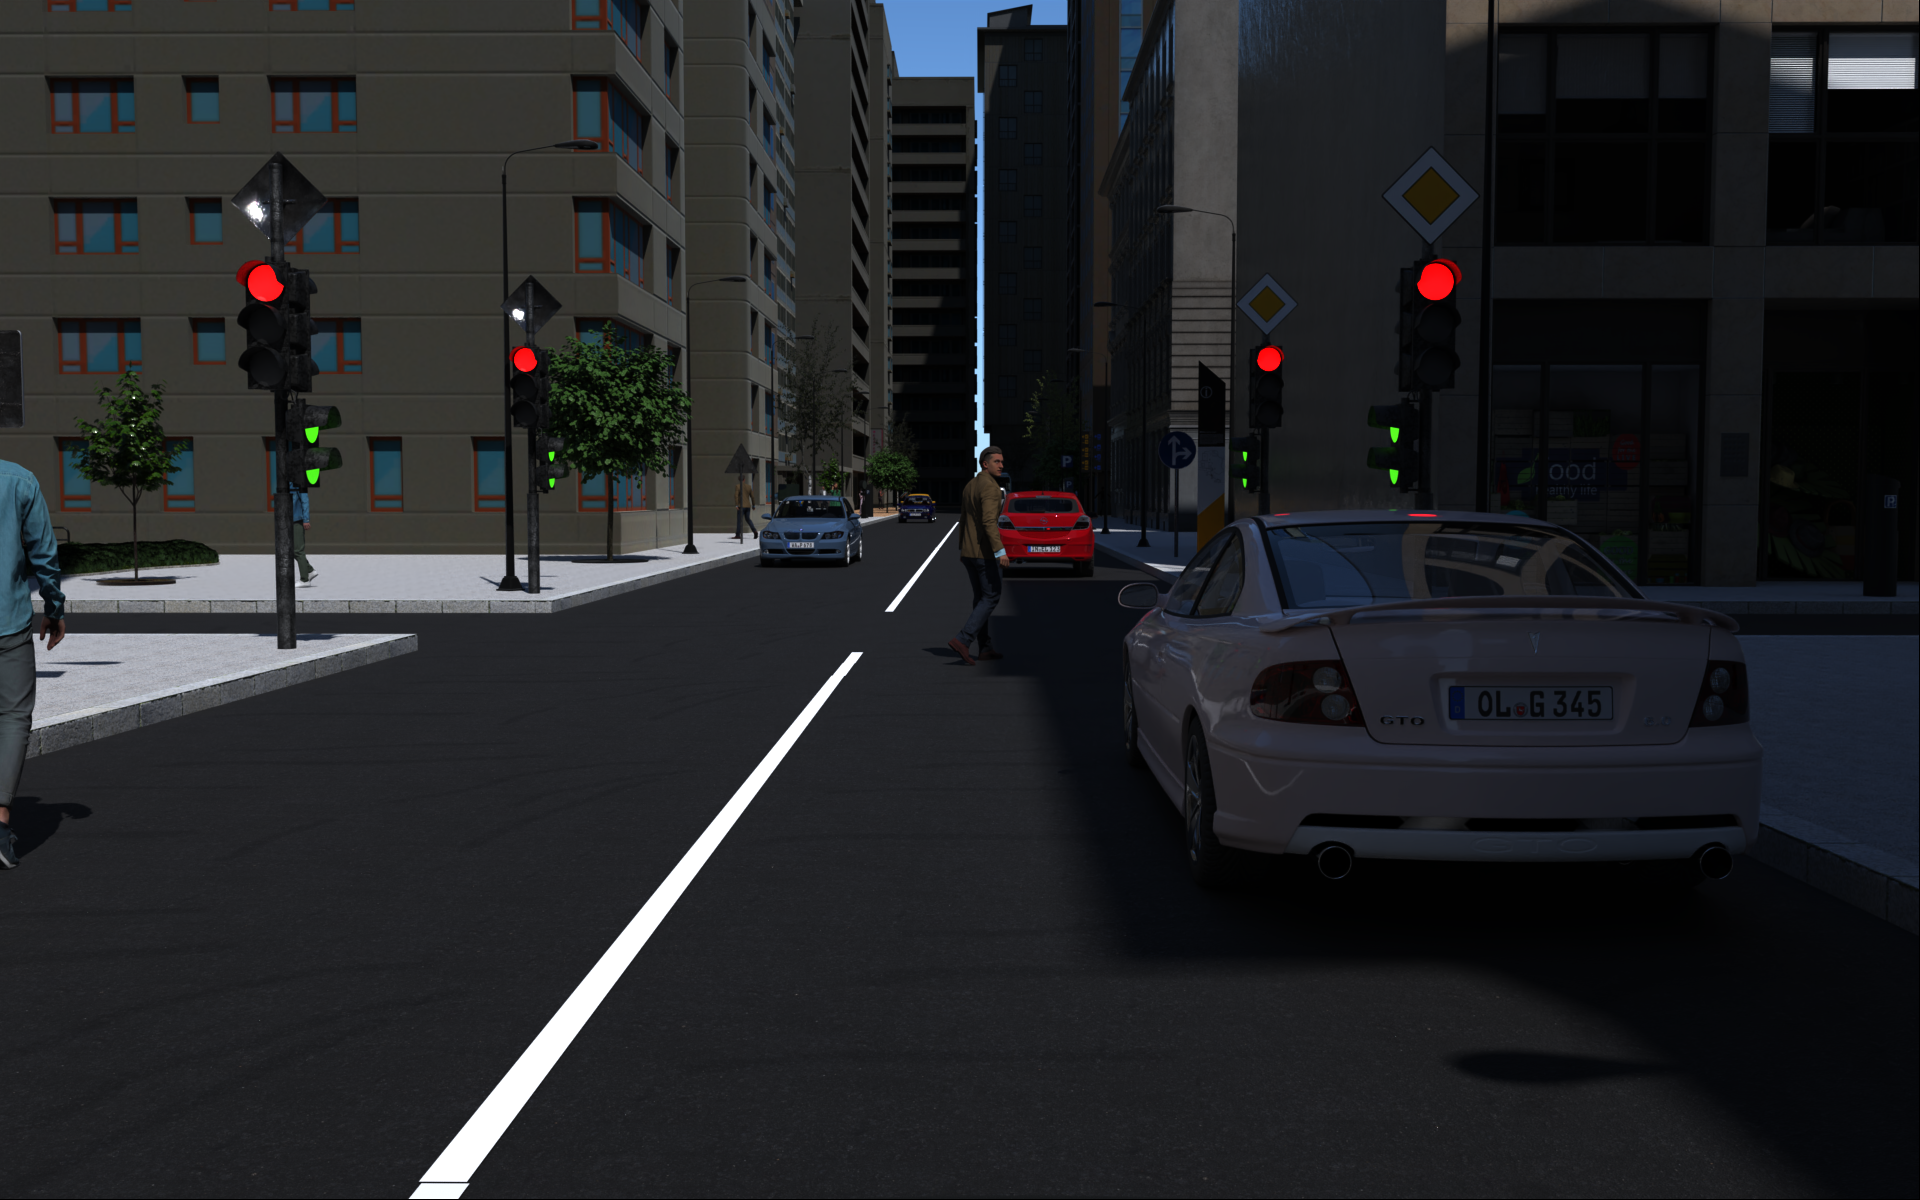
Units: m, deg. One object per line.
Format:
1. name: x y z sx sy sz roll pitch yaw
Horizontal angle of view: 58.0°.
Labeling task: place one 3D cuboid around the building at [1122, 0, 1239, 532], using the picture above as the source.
1. building: 11.858 -13.324 66.993 9.793 20.994 18.267 0 4 1

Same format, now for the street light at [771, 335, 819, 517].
1. street light: -4.959 -4.787 50.812 1.470 5.913 1.316 0 4 1

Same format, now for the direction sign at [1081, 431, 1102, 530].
1. direction sign: 4.731 -4.306 62.406 0.876 3.537 0.379 3 4 39

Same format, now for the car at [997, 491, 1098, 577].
1. car: 1.457 -1.371 31.461 2.155 1.783 4.494 0 4 1

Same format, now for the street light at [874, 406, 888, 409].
1. street light: -4.501 -7.302 91.930 1.470 5.913 1.316 0 4 1

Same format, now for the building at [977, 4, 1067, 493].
1. building: 15.702 -37.119 196.142 27.495 52.752 28.713 0 4 1

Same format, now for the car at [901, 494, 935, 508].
1. car: -2.417 -5.569 101.275 2.015 1.641 3.980 0 4 3

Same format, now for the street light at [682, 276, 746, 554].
1. street light: -5.255 -3.946 37.056 1.470 5.913 1.316 0 4 1

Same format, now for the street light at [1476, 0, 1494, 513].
1. street light: 3.696 -2.533 13.958 1.470 5.913 1.316 0 4 1

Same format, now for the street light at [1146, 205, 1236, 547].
1. street light: 3.861 -3.392 27.996 1.470 5.913 1.316 0 4 1

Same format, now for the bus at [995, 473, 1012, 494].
1. bus: 3.164 -9.885 156.471 2.948 3.499 13.247 0 3 0

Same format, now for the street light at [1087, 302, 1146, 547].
1. street light: 3.925 -4.246 41.960 1.470 5.913 1.316 0 4 1

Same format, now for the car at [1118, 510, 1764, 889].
1. car: 1.785 0.287 7.672 2.083 1.381 4.827 0 4 1

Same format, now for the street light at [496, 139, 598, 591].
1. street light: -5.439 -3.077 22.853 1.470 5.913 1.316 0 4 1

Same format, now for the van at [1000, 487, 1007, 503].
1. van: 2.182 -6.185 108.131 2.013 2.044 4.112 0 4 1

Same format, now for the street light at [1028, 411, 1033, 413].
1. street light: 4.523 -7.630 97.299 1.470 5.913 1.316 0 4 1

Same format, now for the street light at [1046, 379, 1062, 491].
1. street light: 4.352 -5.977 70.267 1.470 5.913 1.316 0 4 1

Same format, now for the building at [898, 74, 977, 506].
1. building: -8.875 -34.867 193.771 21.600 48.544 21.300 0 4 1

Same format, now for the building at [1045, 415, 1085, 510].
1. building: 18.428 -50.157 132.741 22.319 86.520 31.000 0 4 1

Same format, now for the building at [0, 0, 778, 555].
1. building: -20.830 -12.569 50.536 27.650 21.520 28.899 0 4 1

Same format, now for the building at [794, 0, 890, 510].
1. building: -17.308 -32.819 160.291 21.600 48.544 21.300 0 4 1

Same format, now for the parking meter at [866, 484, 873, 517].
1. parking meter: -5.065 -5.570 96.777 0.399 1.863 0.255 3 4 37

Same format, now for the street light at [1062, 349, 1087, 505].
1. street light: 4.134 -5.072 55.474 1.470 5.913 1.316 0 4 1

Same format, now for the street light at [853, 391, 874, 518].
1. street light: -4.795 -6.476 78.416 1.470 5.913 1.316 0 4 1

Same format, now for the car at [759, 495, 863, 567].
1. car: -3.003 -1.442 35.577 2.014 1.417 4.499 0 4 2

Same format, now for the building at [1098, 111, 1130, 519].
1. building: 13.361 -15.318 86.601 11.583 22.565 21.152 0 4 1

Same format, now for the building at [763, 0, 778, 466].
1. building: -16.174 -26.247 79.253 14.600 45.320 14.200 0 4 1

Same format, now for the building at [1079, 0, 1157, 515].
1. building: 15.002 -28.162 110.556 14.600 45.320 14.200 0 4 1

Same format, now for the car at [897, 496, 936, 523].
1. car: -2.142 -4.527 86.603 1.945 1.354 3.894 0 4 2

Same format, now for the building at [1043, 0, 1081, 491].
1. building: 18.367 -44.124 159.672 20.563 71.187 20.611 0 4 1

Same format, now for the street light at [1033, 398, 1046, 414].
1. street light: 4.425 -6.804 83.783 1.470 5.913 1.316 0 4 1

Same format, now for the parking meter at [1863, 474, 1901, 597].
1. parking meter: 11.567 -0.815 21.738 0.372 1.533 0.369 0 3 0

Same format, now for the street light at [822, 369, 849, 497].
1. street light: -4.887 -5.620 64.429 1.470 5.913 1.316 0 4 1

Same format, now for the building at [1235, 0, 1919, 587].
1. building: 23.703 -13.947 32.553 34.151 26.468 19.350 0 4 1

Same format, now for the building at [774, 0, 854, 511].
1. building: -23.364 -25.552 109.659 32.217 40.220 23.993 0 4 1

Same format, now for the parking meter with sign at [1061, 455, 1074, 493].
1. parking meter with sign: 4.808 -4.946 77.135 0.543 3.016 1.738 0 4 0
